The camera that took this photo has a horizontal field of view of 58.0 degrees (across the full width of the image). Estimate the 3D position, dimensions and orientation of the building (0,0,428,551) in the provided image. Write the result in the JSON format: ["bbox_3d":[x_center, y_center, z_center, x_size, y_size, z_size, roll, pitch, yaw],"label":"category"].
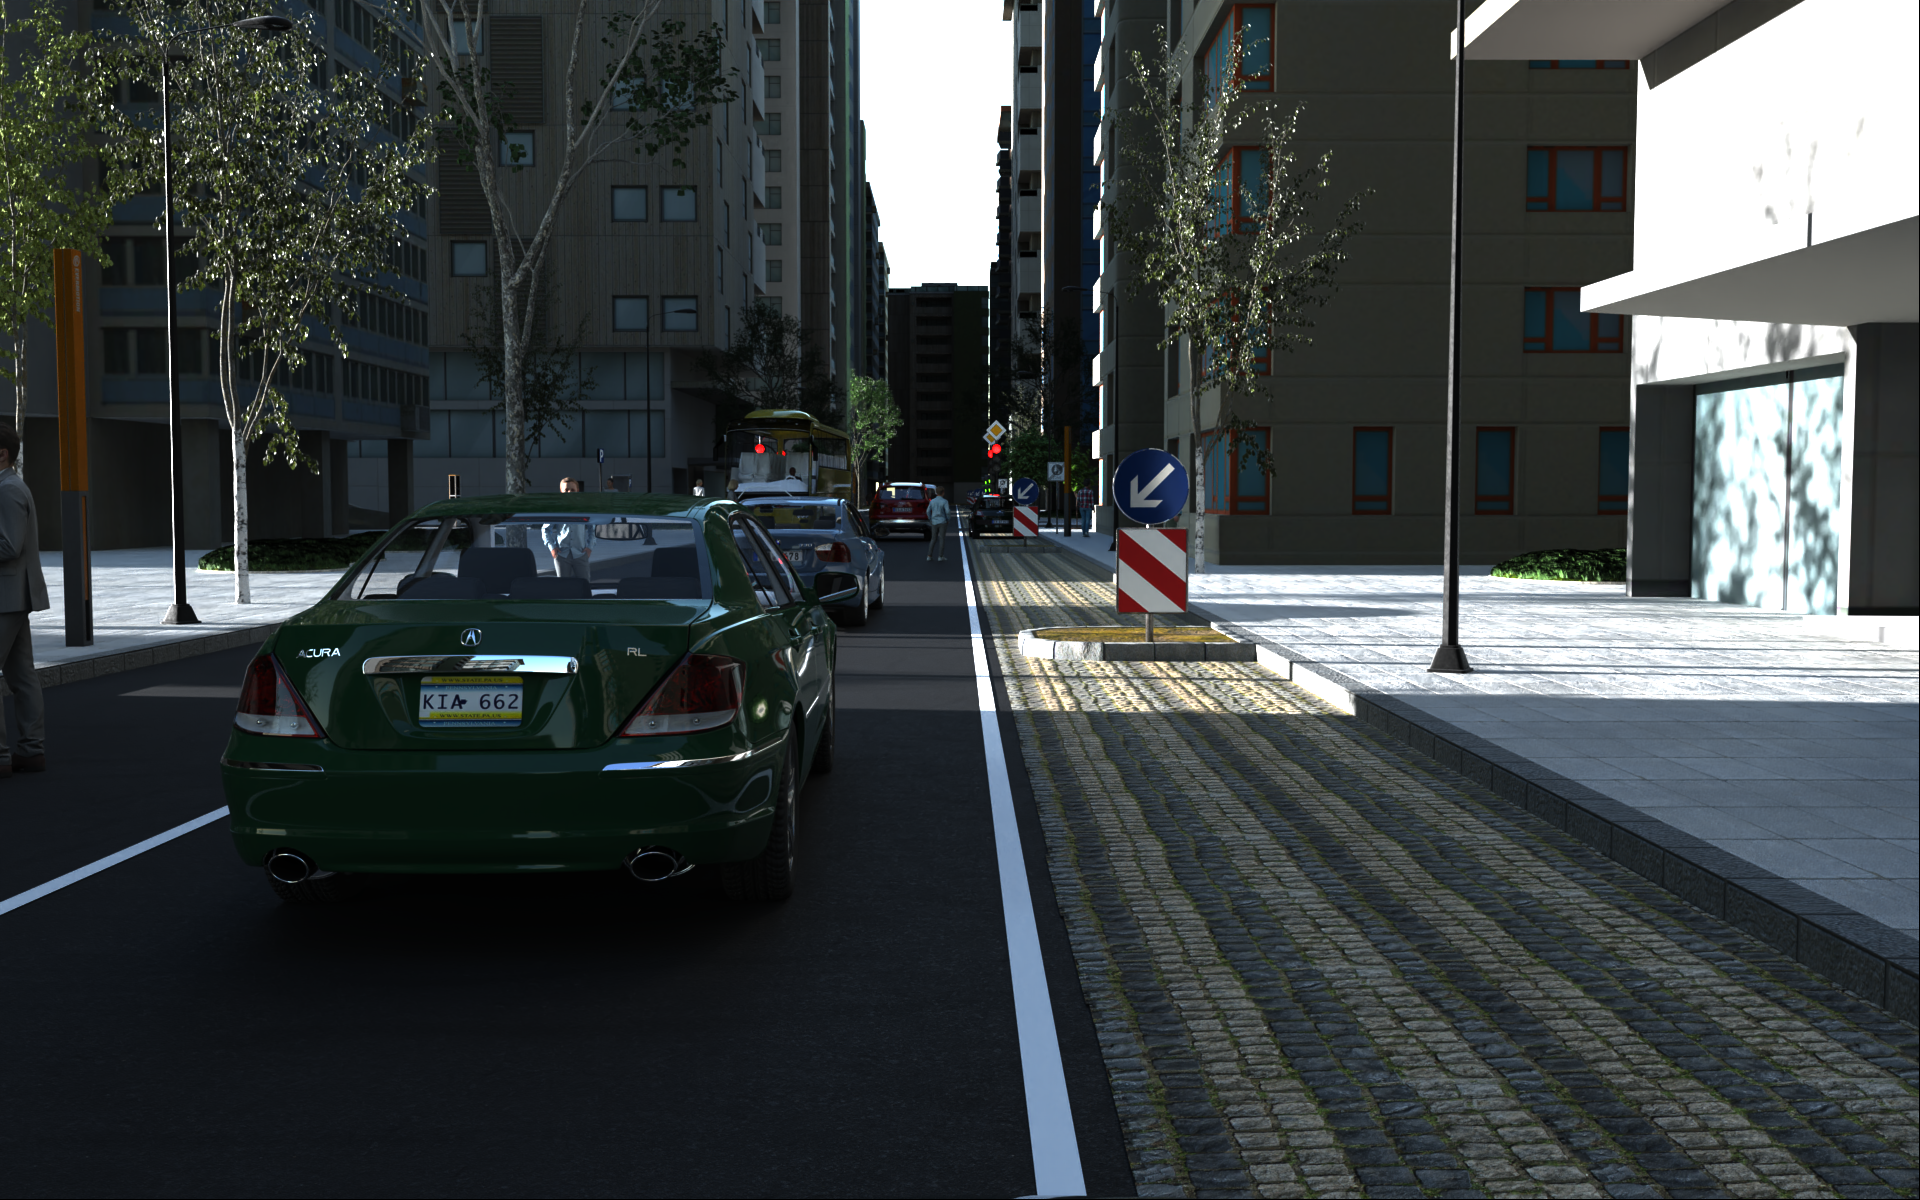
[{"bbox_3d":[-28.429,-21.767,47.772,23.993,40.220,32.217,0,4,0],"label":"building"}]

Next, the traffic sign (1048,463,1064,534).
[{"bbox_3d":[3.113,-3.265,55.519,0.606,2.300,0.079,0,4,7],"label":"traffic sign"}]

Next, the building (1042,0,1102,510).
[{"bbox_3d":[12.080,-27.647,102.145,14.600,45.320,14.200,0,4,0],"label":"building"}]

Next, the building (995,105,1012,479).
[{"bbox_3d":[15.157,-32.959,193.496,22.147,44.769,28.867,0,4,0],"label":"building"}]

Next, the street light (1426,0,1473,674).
[{"bbox_3d":[3.003,-2.435,12.359,1.470,5.913,1.316,0,4,0],"label":"street light"}]

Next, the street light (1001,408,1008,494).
[{"bbox_3d":[2.711,-7.421,93.871,1.470,5.913,1.316,0,4,0],"label":"street light"}]

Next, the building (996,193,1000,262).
[{"bbox_3d":[12.253,-36.046,239.457,14.200,45.320,14.600,0,4,0],"label":"building"}]

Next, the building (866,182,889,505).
[{"bbox_3d":[-21.551,-31.532,207.434,23.993,40.220,32.217,0,4,0],"label":"building"}]

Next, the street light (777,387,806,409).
[{"bbox_3d":[-7.367,-6.284,75.292,1.470,5.913,1.316,0,4,0],"label":"street light"}]

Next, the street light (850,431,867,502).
[{"bbox_3d":[-7.551,-9.527,128.300,1.470,5.913,1.316,0,4,0],"label":"street light"}]

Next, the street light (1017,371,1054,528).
[{"bbox_3d":[2.847,-5.688,65.545,1.470,5.913,1.316,0,4,0],"label":"street light"}]

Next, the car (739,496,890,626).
[{"bbox_3d":[-1.851,-0.497,20.130,2.014,1.417,4.499,0,4,1],"label":"car"}]

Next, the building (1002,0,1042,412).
[{"bbox_3d":[18.712,-35.223,165.135,28.713,52.752,27.495,0,4,0],"label":"building"}]

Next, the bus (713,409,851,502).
[{"bbox_3d":[-5.187,-3.805,53.752,2.896,3.916,12.252,0,4,2],"label":"bus"}]

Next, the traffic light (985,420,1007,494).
[{"bbox_3d":[1.353,-4.687,65.554,0.839,4.253,0.868,0,4,0],"label":"traffic light"}]

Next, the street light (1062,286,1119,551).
[{"bbox_3d":[2.973,-4.056,38.863,1.470,5.913,1.316,0,4,0],"label":"street light"}]

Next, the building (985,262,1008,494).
[{"bbox_3d":[10.643,-27.169,215.920,14.160,30.474,14.107,0,4,0],"label":"building"}]

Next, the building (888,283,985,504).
[{"bbox_3d":[-2.968,-28.633,239.852,14.107,30.474,14.160,0,4,0],"label":"building"}]

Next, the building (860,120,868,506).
[{"bbox_3d":[-17.283,-30.597,183.853,14.154,41.232,14.086,0,4,0],"label":"building"}]

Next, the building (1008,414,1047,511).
[{"bbox_3d":[15.331,-50.078,131.440,22.319,86.520,31.000,0,4,0],"label":"building"}]

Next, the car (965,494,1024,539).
[{"bbox_3d":[1.185,-2.845,56.296,2.009,1.686,4.222,0,4,-2],"label":"car"}]

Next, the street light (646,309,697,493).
[{"bbox_3d":[-7.280,-4.340,43.501,1.470,5.913,1.316,0,4,0],"label":"street light"}]

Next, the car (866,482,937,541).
[{"bbox_3d":[-1.819,-2.798,54.423,2.281,1.827,5.304,0,4,-2],"label":"car"}]

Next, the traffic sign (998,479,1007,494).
[{"bbox_3d":[2.905,-7.079,117.871,0.606,2.300,0.079,0,4,3],"label":"traffic sign"}]

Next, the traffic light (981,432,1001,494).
[{"bbox_3d":[1.329,-5.175,73.539,0.839,4.253,0.868,0,4,0],"label":"traffic light"}]

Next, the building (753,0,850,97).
[{"bbox_3d":[-15.487,-27.126,127.110,14.154,41.232,14.086,0,4,0],"label":"building"}]

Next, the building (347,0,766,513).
[{"bbox_3d":[-25.646,-31.116,97.991,28.713,52.752,27.495,0,4,0],"label":"building"}]

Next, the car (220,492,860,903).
[{"bbox_3d":[-1.522,0.262,7.520,2.131,1.459,4.920,0,4,-1],"label":"car"}]

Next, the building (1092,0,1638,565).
[{"bbox_3d":[18.458,-12.233,45.042,27.650,21.520,28.899,0,4,0],"label":"building"}]

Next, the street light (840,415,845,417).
[{"bbox_3d":[-7.435,-7.906,101.796,1.470,5.913,1.316,0,4,0],"label":"street light"}]

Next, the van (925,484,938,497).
[{"bbox_3d":[-1.659,-4.288,77.126,2.013,2.044,4.112,0,4,-1],"label":"van"}]

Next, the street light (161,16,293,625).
[{"bbox_3d":[-7.186,-2.719,16.997,1.470,5.913,1.316,0,4,0],"label":"street light"}]

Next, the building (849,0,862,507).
[{"bbox_3d":[-20.531,-37.905,161.739,21.231,58.520,28.212,0,4,0],"label":"building"}]

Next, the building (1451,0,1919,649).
[{"bbox_3d":[19.475,-25.610,7.962,28.713,52.752,27.495,0,4,0],"label":"building"}]
